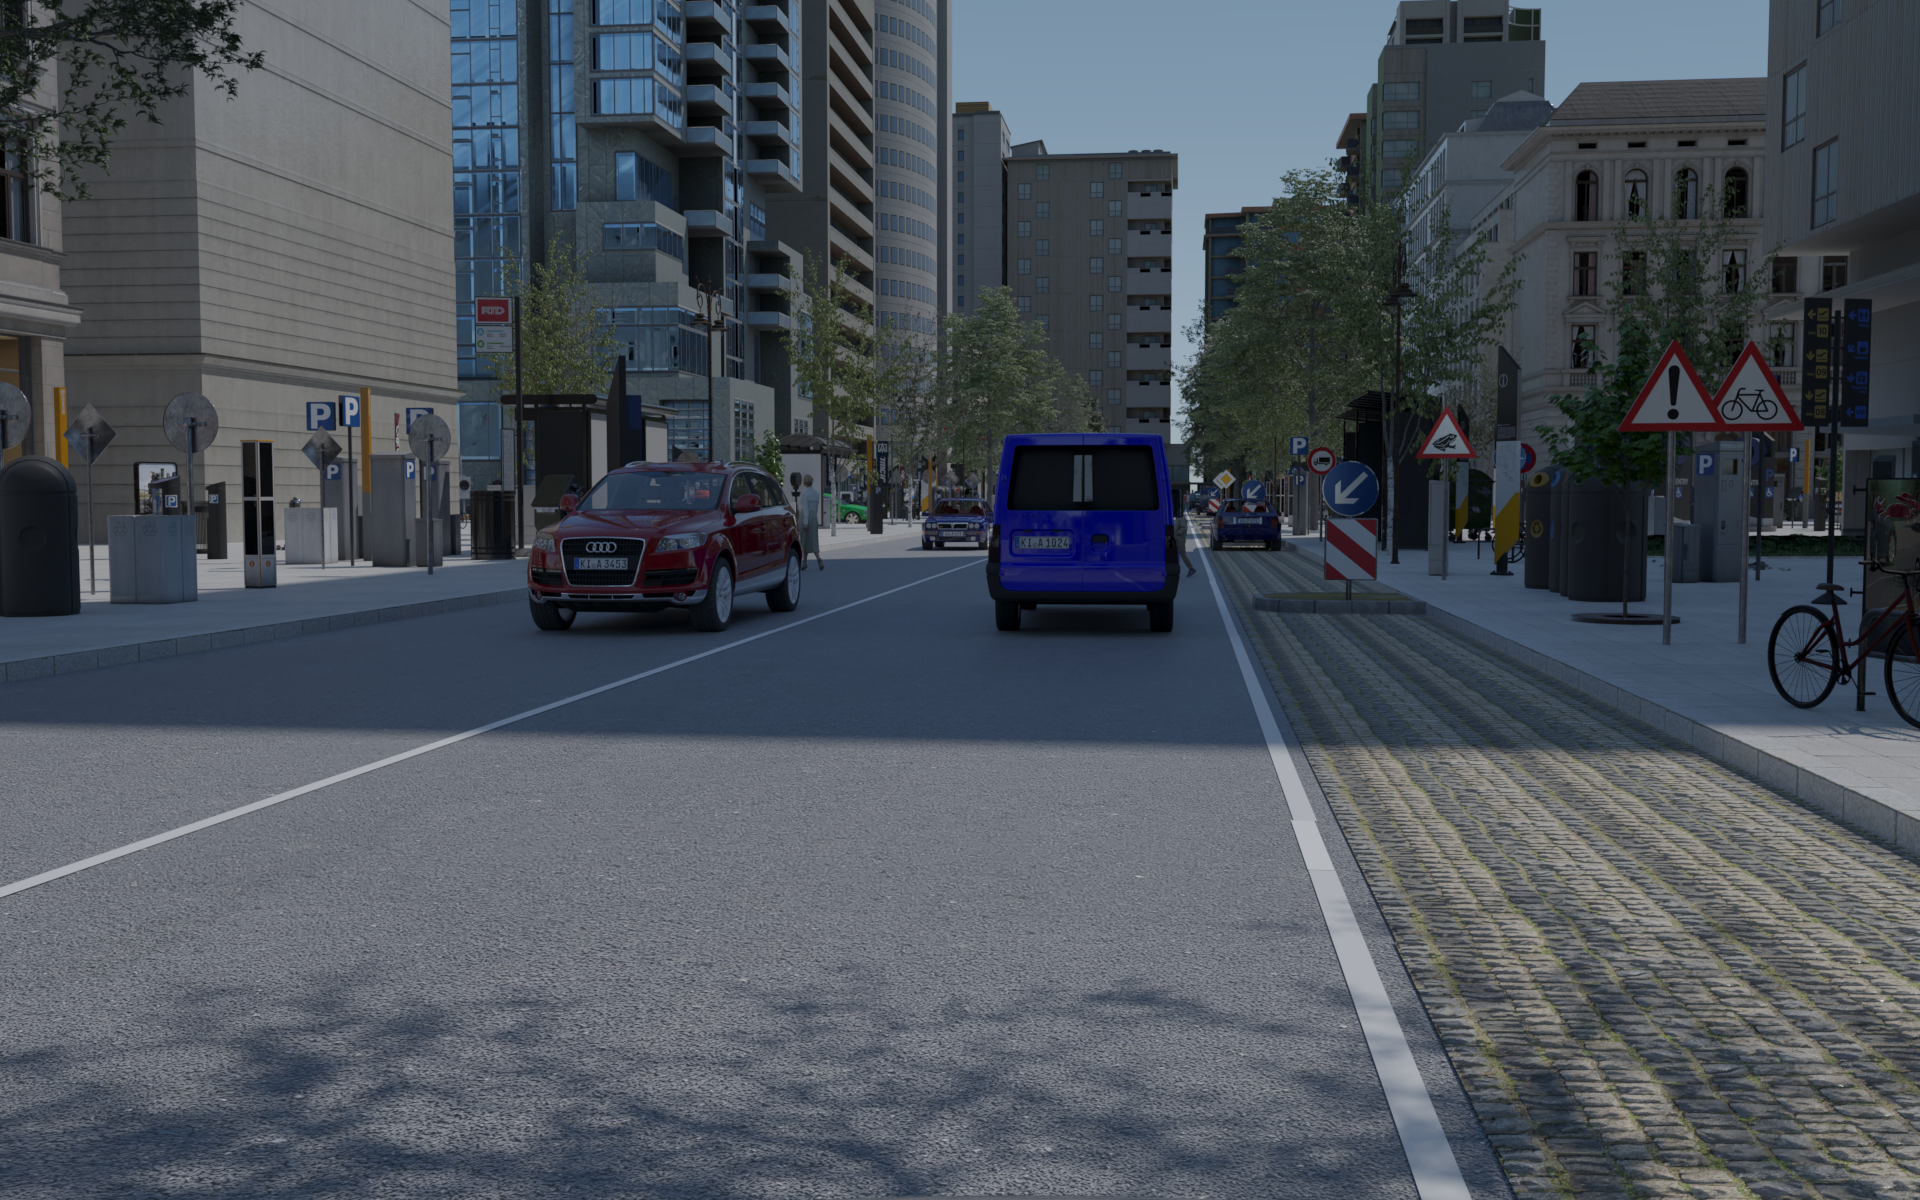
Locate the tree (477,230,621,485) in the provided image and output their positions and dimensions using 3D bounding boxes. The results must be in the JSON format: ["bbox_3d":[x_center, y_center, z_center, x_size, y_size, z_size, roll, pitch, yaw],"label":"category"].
[{"bbox_3d":[-11.813,-6.050,49.280,4.737,8.622,4.395,0,3,0],"label":"tree"}]

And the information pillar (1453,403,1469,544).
[{"bbox_3d":[13.043,-3.280,44.985,0.504,3.616,0.183,-3,5,-44],"label":"information pillar"}]

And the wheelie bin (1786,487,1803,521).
[{"bbox_3d":[39.381,-4.505,81.570,0.693,1.594,0.980,-1,4,-21],"label":"wheelie bin"}]

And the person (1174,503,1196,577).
[{"bbox_3d":[3.796,-1.047,29.894,0.640,1.303,0.475,-1,4,-21],"label":"person"}]

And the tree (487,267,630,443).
[{"bbox_3d":[-12.793,-6.425,55.408,4.360,8.622,3.978,0,3,0],"label":"tree"}]

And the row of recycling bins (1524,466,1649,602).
[{"bbox_3d":[8.012,-0.921,22.177,1.069,1.692,3.534,0,4,8],"label":"row of recycling bins"}]

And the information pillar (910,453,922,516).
[{"bbox_3d":[-2.566,-6.512,97.832,0.504,3.616,0.183,2,4,29],"label":"information pillar"}]

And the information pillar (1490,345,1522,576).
[{"bbox_3d":[8.588,-2.190,27.166,0.183,3.616,0.504,-1,4,-22],"label":"information pillar"}]

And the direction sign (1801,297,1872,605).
[{"bbox_3d":[10.148,-1.720,20.114,0.876,3.537,0.379,-1,4,-12],"label":"direction sign"}]

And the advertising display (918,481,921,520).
[{"bbox_3d":[-2.086,-4.908,85.467,0.123,1.923,0.974,-1,4,-13],"label":"advertising display"}]

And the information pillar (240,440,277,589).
[{"bbox_3d":[-9.534,-1.166,23.551,0.304,2.012,0.304,1,4,23],"label":"information pillar"}]

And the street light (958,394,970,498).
[{"bbox_3d":[0.173,-6.572,80.233,0.468,5.910,1.993,0,4,7],"label":"street light"}]

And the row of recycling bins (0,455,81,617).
[{"bbox_3d":[-11.127,-0.700,18.558,3.534,1.692,1.069,1,4,9],"label":"row of recycling bins"}]

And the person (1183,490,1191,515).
[{"bbox_3d":[15.360,-6.599,117.224,0.563,1.720,0.643,-1,4,-23],"label":"person"}]

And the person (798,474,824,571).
[{"bbox_3d":[-2.773,-1.443,32.314,0.478,1.798,0.641,-3,4,-39],"label":"person"}]

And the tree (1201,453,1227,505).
[{"bbox_3d":[30.226,-15.383,201.867,4.360,8.622,3.978,0,3,0],"label":"tree"}]

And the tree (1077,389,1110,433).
[{"bbox_3d":[12.627,-16.393,185.031,9.611,12.733,9.660,0,3,0],"label":"tree"}]

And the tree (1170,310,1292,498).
[{"bbox_3d":[19.578,-13.123,121.211,9.857,13.997,8.962,0,3,0],"label":"tree"}]

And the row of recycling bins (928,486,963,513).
[{"bbox_3d":[-0.635,-4.846,86.342,1.069,1.692,3.534,2,4,24],"label":"row of recycling bins"}]

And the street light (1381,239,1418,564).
[{"bbox_3d":[7.998,-3.601,31.666,0.468,5.910,1.993,0,4,7],"label":"street light"}]

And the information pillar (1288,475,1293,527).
[{"bbox_3d":[12.912,-3.824,67.019,0.304,2.012,0.304,-3,5,-44],"label":"information pillar"}]

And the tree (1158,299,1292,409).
[{"bbox_3d":[25.752,-19.066,167.614,12.611,20.169,13.585,0,3,0],"label":"tree"}]

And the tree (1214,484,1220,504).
[{"bbox_3d":[33.492,-14.230,227.263,1.663,3.219,1.824,0,3,0],"label":"tree"}]

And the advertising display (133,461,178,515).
[{"bbox_3d":[-15.981,-1.789,34.464,0.123,1.923,0.974,2,4,23],"label":"advertising display"}]

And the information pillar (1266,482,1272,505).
[{"bbox_3d":[18.800,-6.155,105.129,0.304,2.012,0.304,-2,4,-34],"label":"information pillar"}]

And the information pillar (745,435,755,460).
[{"bbox_3d":[-8.353,-4.742,68.892,0.504,3.616,0.183,3,5,43],"label":"information pillar"}]

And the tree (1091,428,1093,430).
[{"bbox_3d":[12.023,-13.787,175.786,4.737,8.622,4.395,0,3,0],"label":"tree"}]

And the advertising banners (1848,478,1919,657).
[{"bbox_3d":[8.001,-1.044,13.258,2.074,3.025,0.090,3,4,37],"label":"advertising banners"}]

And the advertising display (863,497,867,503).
[{"bbox_3d":[-8.084,-8.528,144.652,0.974,1.923,0.123,0,4,2],"label":"advertising display"}]

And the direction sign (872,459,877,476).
[{"bbox_3d":[-5.286,-7.274,110.933,0.876,3.537,0.379,0,4,-6],"label":"direction sign"}]

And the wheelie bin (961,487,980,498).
[{"bbox_3d":[0.529,-4.584,82.862,0.980,1.594,0.693,-3,5,-43],"label":"wheelie bin"}]

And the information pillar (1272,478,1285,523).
[{"bbox_3d":[14.327,-4.469,77.562,0.304,2.012,0.304,-3,5,-44],"label":"information pillar"}]

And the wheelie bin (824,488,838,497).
[{"bbox_3d":[-6.325,-4.667,84.220,0.980,1.594,0.693,2,4,29],"label":"wheelie bin"}]

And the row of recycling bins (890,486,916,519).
[{"bbox_3d":[-3.016,-5.212,92.326,1.069,1.692,3.534,-1,4,-13],"label":"row of recycling bins"}]

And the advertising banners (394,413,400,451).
[{"bbox_3d":[-12.080,-2.483,36.786,0.090,3.025,2.074,0,4,-7],"label":"advertising banners"}]

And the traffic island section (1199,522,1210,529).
[{"bbox_3d":[11.877,-3.447,78.640,2.009,0.180,2.903,0,4,7],"label":"traffic island section"}]

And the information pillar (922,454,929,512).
[{"bbox_3d":[-2.016,-6.681,100.588,0.504,3.616,0.183,1,4,17],"label":"information pillar"}]

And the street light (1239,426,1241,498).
[{"bbox_3d":[18.298,-8.593,113.283,0.468,5.910,1.993,0,4,7],"label":"street light"}]

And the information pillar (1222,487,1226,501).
[{"bbox_3d":[22.486,-8.775,147.964,0.304,2.012,0.304,-2,4,-30],"label":"information pillar"}]

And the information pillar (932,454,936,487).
[{"bbox_3d":[-1.620,-6.736,101.486,0.504,3.616,0.183,-3,4,-36],"label":"information pillar"}]

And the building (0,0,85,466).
[{"bbox_3d":[-26.582,-10.273,18.875,10.553,20.767,40.483,0,4,7],"label":"building"}]

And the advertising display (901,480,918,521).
[{"bbox_3d":[-2.455,-4.725,82.463,0.123,1.923,0.974,2,4,34],"label":"advertising display"}]

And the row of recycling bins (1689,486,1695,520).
[{"bbox_3d":[35.681,-4.775,85.176,1.069,1.692,3.534,2,4,31],"label":"row of recycling bins"}]

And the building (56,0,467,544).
[{"bbox_3d":[-39.556,-16.971,53.896,44.131,29.872,17.030,0,4,7],"label":"building"}]

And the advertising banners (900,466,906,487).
[{"bbox_3d":[-4.266,-6.955,109.905,2.074,3.025,0.090,2,4,26],"label":"advertising banners"}]

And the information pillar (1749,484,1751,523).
[{"bbox_3d":[25.145,-3.122,55.544,0.304,2.012,0.304,1,4,12],"label":"information pillar"}]

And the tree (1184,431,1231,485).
[{"bbox_3d":[31.981,-17.443,219.599,8.767,10.594,7.601,3,4,36],"label":"tree"}]

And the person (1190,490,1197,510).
[{"bbox_3d":[20.441,-8.772,151.946,0.660,1.820,0.620,0,3,0],"label":"person"}]

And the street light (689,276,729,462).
[{"bbox_3d":[-5.312,-3.917,36.836,0.468,5.910,1.993,0,4,7],"label":"street light"}]

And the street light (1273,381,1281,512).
[{"bbox_3d":[12.708,-5.930,69.746,0.468,5.910,1.993,0,4,7],"label":"street light"}]

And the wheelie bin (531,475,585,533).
[{"bbox_3d":[-6.606,-1.261,28.518,0.980,1.594,0.693,2,4,31],"label":"wheelie bin"}]
